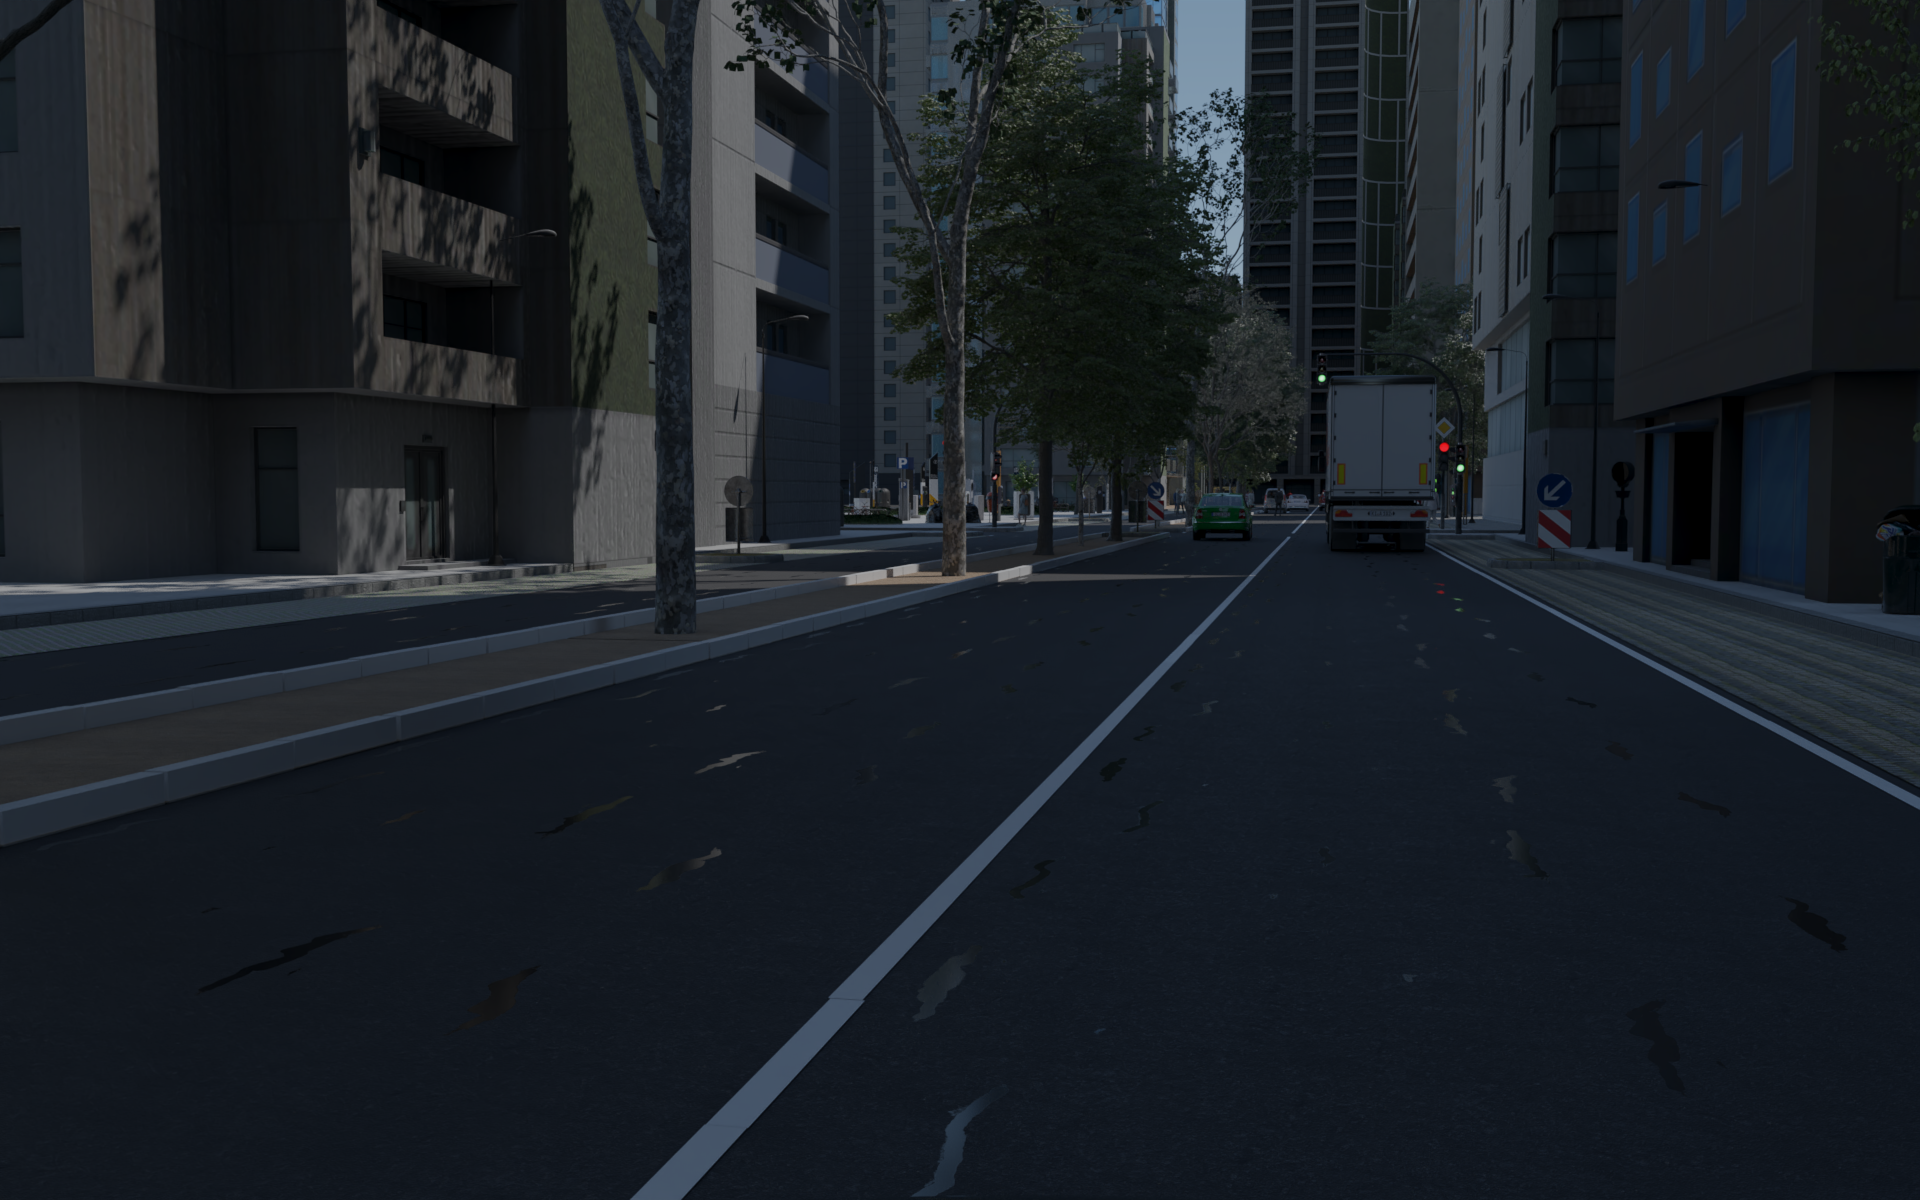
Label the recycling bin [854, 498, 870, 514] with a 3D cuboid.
[{"bbox_3d":[-5.902,-5.595,104.037,0.722,1.027,0.722,-2,4,-33],"label":"recycling bin"}]

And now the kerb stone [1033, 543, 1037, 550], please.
[{"bbox_3d":[1.828,-1.337,44.066,0.120,0.150,1.000,1,4,12],"label":"kerb stone"}]

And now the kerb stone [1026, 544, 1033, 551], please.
[{"bbox_3d":[1.614,-1.276,43.059,0.120,0.150,1.000,1,4,12],"label":"kerb stone"}]

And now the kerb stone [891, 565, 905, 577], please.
[{"bbox_3d":[-1.173,-0.479,30.031,0.120,0.150,1.000,1,4,12],"label":"kerb stone"}]

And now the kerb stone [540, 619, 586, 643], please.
[{"bbox_3d":[-3.962,0.318,16.997,0.120,0.150,1.000,1,4,12],"label":"kerb stone"}]

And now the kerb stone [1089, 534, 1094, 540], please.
[{"bbox_3d":[3.972,-1.951,54.102,0.120,0.150,1.000,1,4,12],"label":"kerb stone"}]

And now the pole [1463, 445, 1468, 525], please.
[{"bbox_3d":[21.132,-4.804,72.391,0.158,3.312,0.155,0,3,0],"label":"pole"}]

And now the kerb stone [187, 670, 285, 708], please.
[{"bbox_3d":[-5.037,0.625,11.983,0.120,0.150,1.000,1,4,12],"label":"kerb stone"}]

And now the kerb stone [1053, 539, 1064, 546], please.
[{"bbox_3d":[2.687,-1.583,48.073,0.120,0.150,1.000,1,4,12],"label":"kerb stone"}]

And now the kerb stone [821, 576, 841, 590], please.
[{"bbox_3d":[-2.030,-0.234,26.024,0.120,0.150,1.000,1,4,12],"label":"kerb stone"}]

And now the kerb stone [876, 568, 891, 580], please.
[{"bbox_3d":[-1.384,-0.415,29.031,0.120,0.150,1.000,1,4,12],"label":"kerb stone"}]

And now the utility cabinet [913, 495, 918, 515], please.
[{"bbox_3d":[-2.848,-5.149,95.355,1.020,1.237,0.306,1,4,18],"label":"utility cabinet"}]

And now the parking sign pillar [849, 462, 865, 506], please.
[{"bbox_3d":[-8.594,-9.561,144.786,1.447,3.967,1.447,-1,4,-13],"label":"parking sign pillar"}]

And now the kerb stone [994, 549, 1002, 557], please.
[{"bbox_3d":[0.748,-1.031,39.051,0.120,0.150,1.000,1,4,12],"label":"kerb stone"}]

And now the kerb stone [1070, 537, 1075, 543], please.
[{"bbox_3d":[3.114,-1.703,50.085,0.120,0.150,1.000,1,4,12],"label":"kerb stone"}]

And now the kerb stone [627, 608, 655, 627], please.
[{"bbox_3d":[-3.536,0.195,19.012,0.120,0.150,1.000,1,4,12],"label":"kerb stone"}]

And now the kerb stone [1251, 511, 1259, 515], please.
[{"bbox_3d":[21.360,-6.308,125.358,0.120,0.150,1.000,1,4,12],"label":"kerb stone"}]

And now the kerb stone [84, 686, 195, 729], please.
[{"bbox_3d":[-5.242,0.692,10.982,0.120,0.150,1.000,1,4,12],"label":"kerb stone"}]

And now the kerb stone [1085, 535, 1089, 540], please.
[{"bbox_3d":[3.761,-1.890,53.094,0.120,0.150,1.000,1,4,12],"label":"kerb stone"}]

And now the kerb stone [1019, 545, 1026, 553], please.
[{"bbox_3d":[1.399,-1.215,42.058,0.120,0.150,1.000,1,4,12],"label":"kerb stone"}]

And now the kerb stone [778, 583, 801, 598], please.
[{"bbox_3d":[-2.454,-0.112,24.025,0.120,0.150,1.000,1,4,12],"label":"kerb stone"}]

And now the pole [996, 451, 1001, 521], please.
[{"bbox_3d":[1.814,-5.366,81.576,0.158,3.312,0.155,0,3,0],"label":"pole"}]

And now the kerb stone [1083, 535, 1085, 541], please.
[{"bbox_3d":[3.547,-1.828,52.088,0.120,0.150,1.000,1,4,12],"label":"kerb stone"}]

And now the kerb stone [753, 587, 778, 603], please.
[{"bbox_3d":[-2.673,-0.051,23.022,0.120,0.150,1.000,1,4,12],"label":"kerb stone"}]

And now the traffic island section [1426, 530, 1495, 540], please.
[{"bbox_3d":[15.964,-2.027,55.429,2.009,0.180,2.903,1,4,12],"label":"traffic island section"}]

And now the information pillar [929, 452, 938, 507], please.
[{"bbox_3d":[-1.449,-6.411,96.175,0.504,3.616,0.183,-1,4,-23],"label":"information pillar"}]

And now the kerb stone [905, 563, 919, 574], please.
[{"bbox_3d":[-0.954,-0.541,31.036,0.120,0.150,1.000,1,4,12],"label":"kerb stone"}]

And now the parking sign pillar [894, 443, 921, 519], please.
[{"bbox_3d":[-2.800,-6.298,91.441,1.447,3.967,1.447,-1,4,-14],"label":"parking sign pillar"}]

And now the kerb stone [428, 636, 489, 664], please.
[{"bbox_3d":[-4.393,0.444,14.983,0.120,0.150,1.000,1,4,12],"label":"kerb stone"}]

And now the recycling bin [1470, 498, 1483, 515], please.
[{"bbox_3d":[31.770,-5.736,106.337,0.722,1.027,0.722,0,4,6],"label":"recycling bin"}]

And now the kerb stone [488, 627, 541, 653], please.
[{"bbox_3d":[-4.171,0.382,15.993,0.120,0.150,1.000,1,4,12],"label":"kerb stone"}]

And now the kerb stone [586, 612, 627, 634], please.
[{"bbox_3d":[-3.746,0.256,18.008,0.120,0.150,1.000,1,4,12],"label":"kerb stone"}]

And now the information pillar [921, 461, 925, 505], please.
[{"bbox_3d":[-2.648,-8.098,123.763,0.183,3.616,0.504,2,4,30],"label":"information pillar"}]

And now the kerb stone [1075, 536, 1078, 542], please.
[{"bbox_3d":[3.333,-1.765,51.083,0.120,0.150,1.000,1,4,12],"label":"kerb stone"}]

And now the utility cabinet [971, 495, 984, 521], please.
[{"bbox_3d":[0.909,-4.459,84.068,0.306,1.237,1.020,-1,4,-11],"label":"utility cabinet"}]

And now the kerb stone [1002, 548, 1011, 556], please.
[{"bbox_3d":[0.969,-1.092,40.049,0.120,0.150,1.000,1,4,12],"label":"kerb stone"}]

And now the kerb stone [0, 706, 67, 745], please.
[{"bbox_3d":[-5.455,0.747,9.982,0.120,0.150,1.000,1,4,12],"label":"kerb stone"}]

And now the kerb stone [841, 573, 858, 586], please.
[{"bbox_3d":[-1.817,-0.290,27.032,0.120,0.150,1.000,1,4,12],"label":"kerb stone"}]

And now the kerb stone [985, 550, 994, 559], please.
[{"bbox_3d":[0.544,-0.970,38.050,0.120,0.150,1.000,1,4,12],"label":"kerb stone"}]

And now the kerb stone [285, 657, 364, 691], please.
[{"bbox_3d":[-4.817,0.570,12.982,0.120,0.150,1.000,1,4,12],"label":"kerb stone"}]

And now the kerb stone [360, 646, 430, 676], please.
[{"bbox_3d":[-4.608,0.502,13.982,0.120,0.150,1.000,1,4,12],"label":"kerb stone"}]

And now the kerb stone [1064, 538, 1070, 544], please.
[{"bbox_3d":[2.904,-1.644,49.074,0.120,0.150,1.000,1,4,12],"label":"kerb stone"}]

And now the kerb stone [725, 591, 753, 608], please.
[{"bbox_3d":[-2.883,0.011,22.009,0.120,0.150,1.000,1,4,12],"label":"kerb stone"}]

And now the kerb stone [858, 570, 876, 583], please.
[{"bbox_3d":[-1.595,-0.357,28.031,0.120,0.150,1.000,1,4,12],"label":"kerb stone"}]

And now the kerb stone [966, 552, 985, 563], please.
[{"bbox_3d":[0.333,-0.907,37.050,0.120,0.150,1.000,1,4,12],"label":"kerb stone"}]

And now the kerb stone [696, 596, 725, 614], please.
[{"bbox_3d":[-3.106,0.072,21.012,0.120,0.150,1.000,1,4,12],"label":"kerb stone"}]

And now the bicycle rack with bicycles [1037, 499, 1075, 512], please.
[{"bbox_3d":[6.903,-6.619,121.608,2.925,0.926,2.852,0,4,5],"label":"bicycle rack with bicycles"}]

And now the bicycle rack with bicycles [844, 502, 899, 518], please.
[{"bbox_3d":[-4.128,-3.874,76.724,2.925,0.926,2.852,-1,4,-17],"label":"bicycle rack with bicycles"}]

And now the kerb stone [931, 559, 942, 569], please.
[{"bbox_3d":[-0.531,-0.664,33.048,0.120,0.150,1.000,1,4,12],"label":"kerb stone"}]

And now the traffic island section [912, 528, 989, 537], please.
[{"bbox_3d":[-0.359,-2.240,58.912,2.009,0.180,2.903,1,4,12],"label":"traffic island section"}]

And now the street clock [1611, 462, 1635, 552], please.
[{"bbox_3d":[14.777,-2.083,38.630,0.358,2.002,0.471,-2,4,-31],"label":"street clock"}]

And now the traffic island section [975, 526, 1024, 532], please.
[{"bbox_3d":[1.311,-2.718,66.721,2.009,0.180,2.903,1,4,12],"label":"traffic island section"}]

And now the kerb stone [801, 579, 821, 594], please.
[{"bbox_3d":[-2.242,-0.173,25.025,0.120,0.150,1.000,1,4,12],"label":"kerb stone"}]

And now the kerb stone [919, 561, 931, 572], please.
[{"bbox_3d":[-0.751,-0.602,32.038,0.120,0.150,1.000,1,4,12],"label":"kerb stone"}]

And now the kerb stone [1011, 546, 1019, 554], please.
[{"bbox_3d":[1.188,-1.150,41.054,0.120,0.150,1.000,1,4,12],"label":"kerb stone"}]
